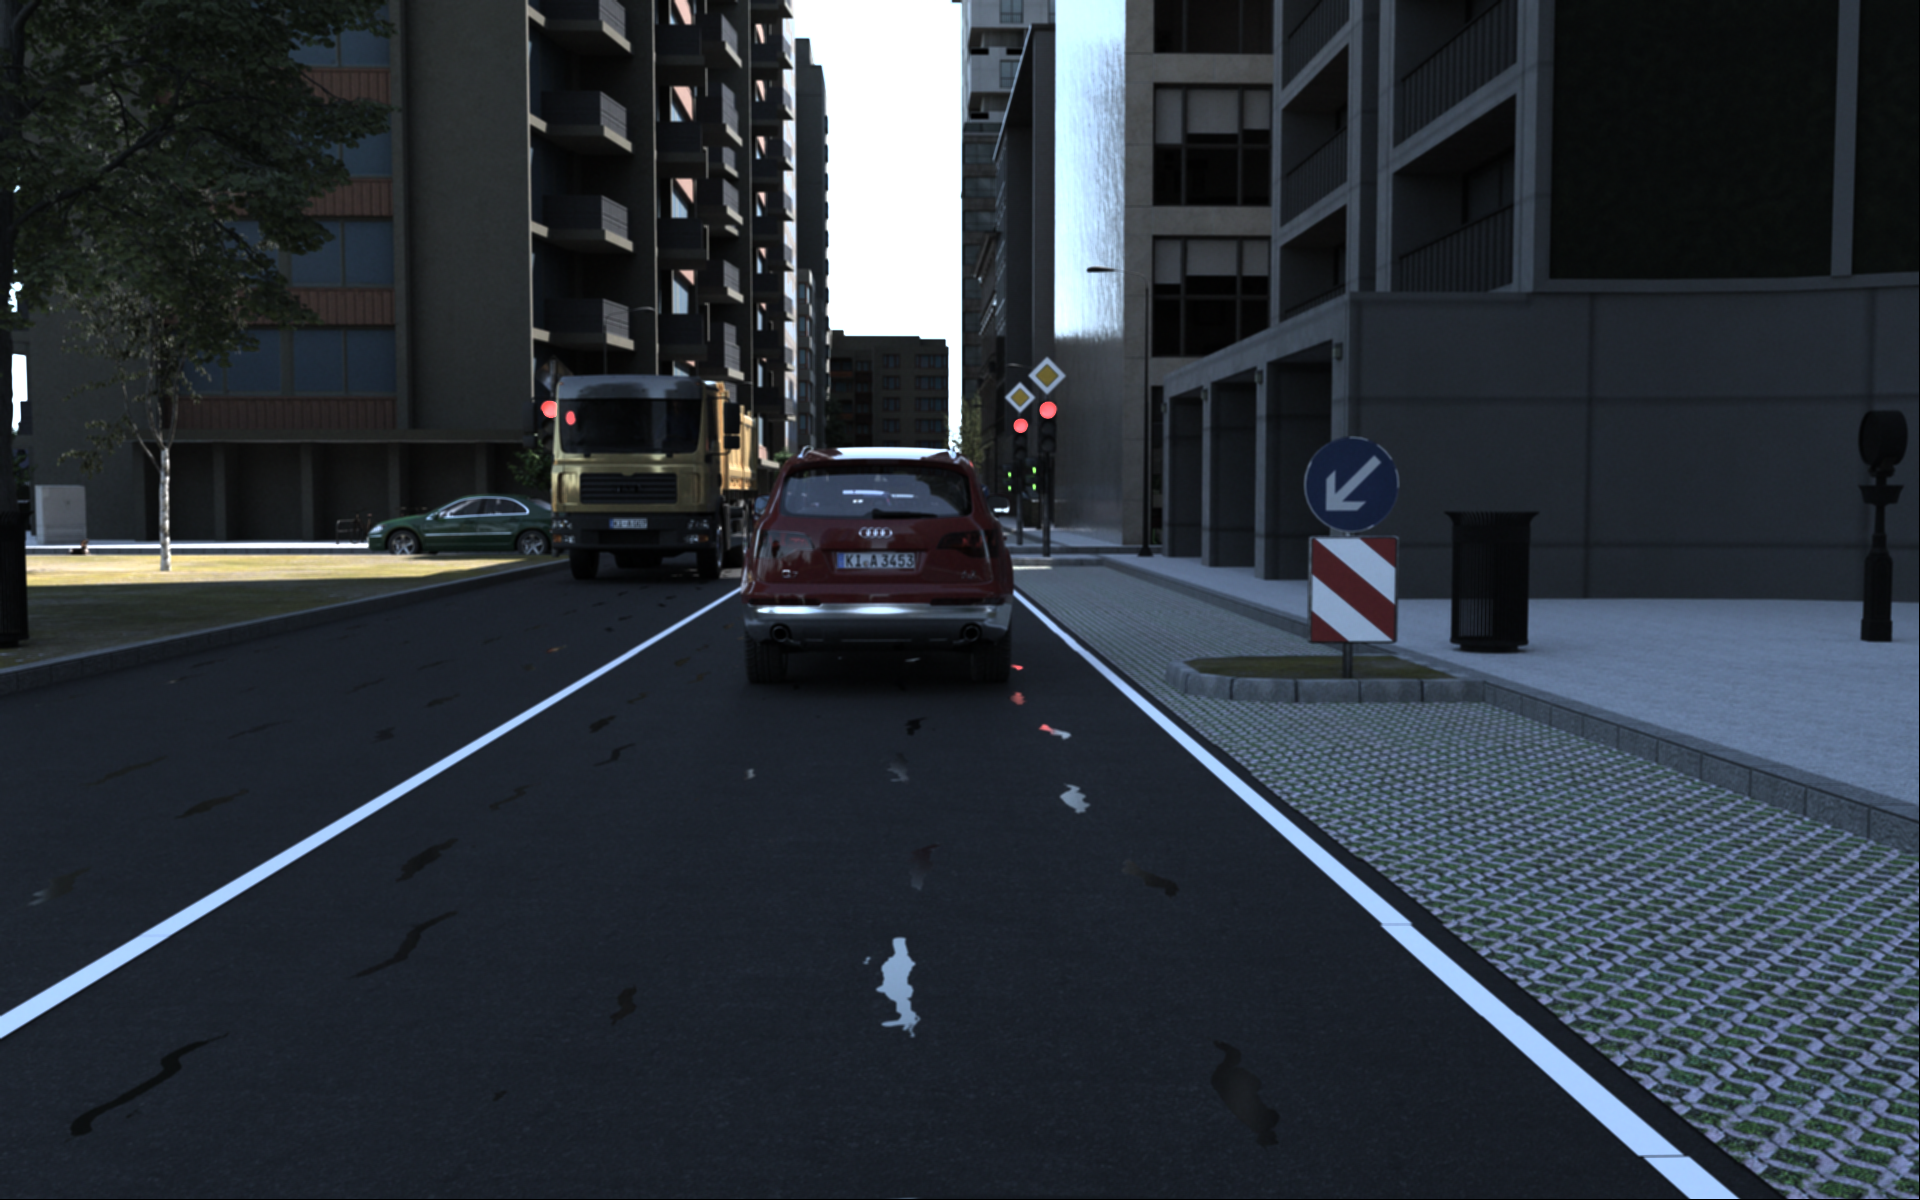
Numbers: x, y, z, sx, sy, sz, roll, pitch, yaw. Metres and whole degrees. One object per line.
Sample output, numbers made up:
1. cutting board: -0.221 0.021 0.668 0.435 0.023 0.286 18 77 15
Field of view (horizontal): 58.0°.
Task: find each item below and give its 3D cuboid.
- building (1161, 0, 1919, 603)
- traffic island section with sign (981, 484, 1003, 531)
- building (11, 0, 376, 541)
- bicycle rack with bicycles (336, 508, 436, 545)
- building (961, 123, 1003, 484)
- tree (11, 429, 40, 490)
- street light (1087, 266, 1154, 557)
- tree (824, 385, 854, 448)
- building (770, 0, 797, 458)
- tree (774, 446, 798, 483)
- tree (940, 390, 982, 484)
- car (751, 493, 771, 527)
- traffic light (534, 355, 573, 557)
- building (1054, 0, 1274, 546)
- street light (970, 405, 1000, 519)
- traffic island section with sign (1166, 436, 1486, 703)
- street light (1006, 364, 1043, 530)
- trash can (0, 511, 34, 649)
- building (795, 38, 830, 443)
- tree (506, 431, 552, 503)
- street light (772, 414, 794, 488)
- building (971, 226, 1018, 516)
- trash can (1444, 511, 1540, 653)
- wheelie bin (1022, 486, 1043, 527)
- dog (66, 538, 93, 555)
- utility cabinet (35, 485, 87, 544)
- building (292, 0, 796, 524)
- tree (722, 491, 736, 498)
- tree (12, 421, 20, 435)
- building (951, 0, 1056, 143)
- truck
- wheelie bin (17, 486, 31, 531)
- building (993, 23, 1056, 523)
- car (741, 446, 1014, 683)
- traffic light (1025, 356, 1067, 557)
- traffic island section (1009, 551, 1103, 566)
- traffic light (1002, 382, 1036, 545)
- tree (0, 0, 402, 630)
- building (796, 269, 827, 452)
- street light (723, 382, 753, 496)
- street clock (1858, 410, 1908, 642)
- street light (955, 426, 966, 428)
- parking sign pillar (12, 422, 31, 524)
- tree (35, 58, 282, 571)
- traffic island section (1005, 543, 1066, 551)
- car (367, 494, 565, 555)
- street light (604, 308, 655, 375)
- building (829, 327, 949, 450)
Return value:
1. building: 14.740 -35.815 23.821 20.563 71.187 20.611 0 4 -2
2. traffic island section with sign: 0.673 -3.655 68.395 1.989 1.847 2.006 0 4 -2
3. building: -19.261 -24.735 59.043 22.147 44.769 28.867 0 4 -2
4. bicycle rack with bicycles: -14.655 -1.911 44.632 2.852 0.926 2.925 0 4 2
5. building: 7.039 -22.410 138.111 14.160 30.474 14.107 0 4 -2
6. tree: -24.353 -2.991 43.508 1.663 3.219 1.824 0 3 0
7. street light: 3.278 -3.849 35.469 1.470 5.913 1.316 0 4 -2
8. tree: -13.959 -15.267 167.740 7.486 12.596 7.792 0 3 0
9. building: -19.173 -29.042 124.954 14.600 45.320 14.200 0 4 -2
10. tree: -11.777 -8.146 116.902 4.285 4.588 4.351 0 3 0
11. tree: 1.634 -10.792 126.808 4.737 8.622 4.395 0 3 0
12. car: -5.542 -2.802 54.846 2.155 1.783 4.494 0 4 0
13. traffic light: -8.201 -2.823 35.074 0.839 4.253 0.868 0 4 -2
14. building: 20.706 -15.167 52.494 34.151 26.468 19.350 0 4 -2
15. street light: 1.344 -7.203 90.311 1.470 5.913 1.316 0 4 -2
16. traffic island section with sign: 2.576 -0.252 12.746 1.989 1.847 2.006 0 4 -2
17. street light: 2.346 -5.481 62.151 1.470 5.913 1.316 0 4 -2
18. trash can: -8.145 -0.173 14.479 0.748 1.137 0.748 0 3 0
19. building: -24.709 -34.139 181.874 21.600 48.544 21.300 0 4 -2
20. tree: -9.948 -2.895 41.935 1.663 3.219 1.824 0 3 0
21. street light: -10.315 -7.834 100.625 1.470 5.913 1.316 0 4 -2
22. building: 6.380 -14.958 109.191 10.561 19.102 19.286 0 4 -2
23. trash can: 4.335 -0.153 14.163 0.748 1.137 0.748 0 3 0
24. wheelie bin: 2.745 -3.593 66.657 0.980 1.594 0.693 -2 4 -32
25. dog: -20.338 -1.214 40.045 0.550 0.427 0.748 -3 5 -43
26. utility cabinet: -22.848 -2.162 44.034 0.318 1.500 1.173 2 4 28
27. building: -20.789 -27.028 96.526 22.147 44.769 28.867 0 4 -2
28. tree: -10.646 -5.230 80.109 1.663 3.219 1.824 0 3 0
29. tree: -40.784 -5.608 75.410 4.285 4.588 4.351 0 3 0
30. building: 13.936 -34.857 159.151 28.713 52.752 27.495 0 4 -2
31. truck: -5.352 -2.164 31.304 3.469 3.379 9.791 0 4 -2
32. wheelie bin: -32.958 -3.222 60.587 0.980 1.594 0.693 -3 5 -43
33. building: 9.515 -16.234 84.488 14.314 24.678 30.058 0 4 -2
34. car: -0.669 -0.369 14.704 2.281 1.827 5.304 0 4 -2
35. traffic light: 1.754 -2.845 35.430 0.839 4.253 0.868 0 4 -2
36. traffic island section: 1.795 -0.811 35.545 2.009 0.180 2.903 0 4 -2
37. traffic light: 1.480 -3.333 43.410 0.839 4.253 0.868 0 4 -2
38. tree: -8.930 -6.017 16.502 7.486 12.596 7.792 0 3 0
39. building: -25.830 -18.479 147.178 27.650 21.520 28.899 0 4 -2
40. street light: -9.308 -6.092 72.151 1.470 5.913 1.316 0 4 -2
41. street clock: 7.999 -0.642 15.061 0.358 2.002 0.471 0 4 6
42. street light: 0.365 -8.926 118.480 1.470 5.913 1.316 0 4 -2
43. parking sign pillar: -34.477 -4.630 64.165 1.447 3.967 1.447 2 4 27
44. tree: -13.391 -4.805 28.932 4.360 8.622 3.978 0 3 0
45. traffic island section: 1.521 -1.299 43.526 2.009 0.180 2.903 0 4 -2
46. car: -10.673 -1.634 38.518 4.920 1.459 2.131 0 4 -1
47. street light: -8.298 -4.326 43.275 1.470 5.913 1.316 0 4 -2
48. building: -16.151 -22.659 215.507 28.899 21.520 27.650 0 4 -2
